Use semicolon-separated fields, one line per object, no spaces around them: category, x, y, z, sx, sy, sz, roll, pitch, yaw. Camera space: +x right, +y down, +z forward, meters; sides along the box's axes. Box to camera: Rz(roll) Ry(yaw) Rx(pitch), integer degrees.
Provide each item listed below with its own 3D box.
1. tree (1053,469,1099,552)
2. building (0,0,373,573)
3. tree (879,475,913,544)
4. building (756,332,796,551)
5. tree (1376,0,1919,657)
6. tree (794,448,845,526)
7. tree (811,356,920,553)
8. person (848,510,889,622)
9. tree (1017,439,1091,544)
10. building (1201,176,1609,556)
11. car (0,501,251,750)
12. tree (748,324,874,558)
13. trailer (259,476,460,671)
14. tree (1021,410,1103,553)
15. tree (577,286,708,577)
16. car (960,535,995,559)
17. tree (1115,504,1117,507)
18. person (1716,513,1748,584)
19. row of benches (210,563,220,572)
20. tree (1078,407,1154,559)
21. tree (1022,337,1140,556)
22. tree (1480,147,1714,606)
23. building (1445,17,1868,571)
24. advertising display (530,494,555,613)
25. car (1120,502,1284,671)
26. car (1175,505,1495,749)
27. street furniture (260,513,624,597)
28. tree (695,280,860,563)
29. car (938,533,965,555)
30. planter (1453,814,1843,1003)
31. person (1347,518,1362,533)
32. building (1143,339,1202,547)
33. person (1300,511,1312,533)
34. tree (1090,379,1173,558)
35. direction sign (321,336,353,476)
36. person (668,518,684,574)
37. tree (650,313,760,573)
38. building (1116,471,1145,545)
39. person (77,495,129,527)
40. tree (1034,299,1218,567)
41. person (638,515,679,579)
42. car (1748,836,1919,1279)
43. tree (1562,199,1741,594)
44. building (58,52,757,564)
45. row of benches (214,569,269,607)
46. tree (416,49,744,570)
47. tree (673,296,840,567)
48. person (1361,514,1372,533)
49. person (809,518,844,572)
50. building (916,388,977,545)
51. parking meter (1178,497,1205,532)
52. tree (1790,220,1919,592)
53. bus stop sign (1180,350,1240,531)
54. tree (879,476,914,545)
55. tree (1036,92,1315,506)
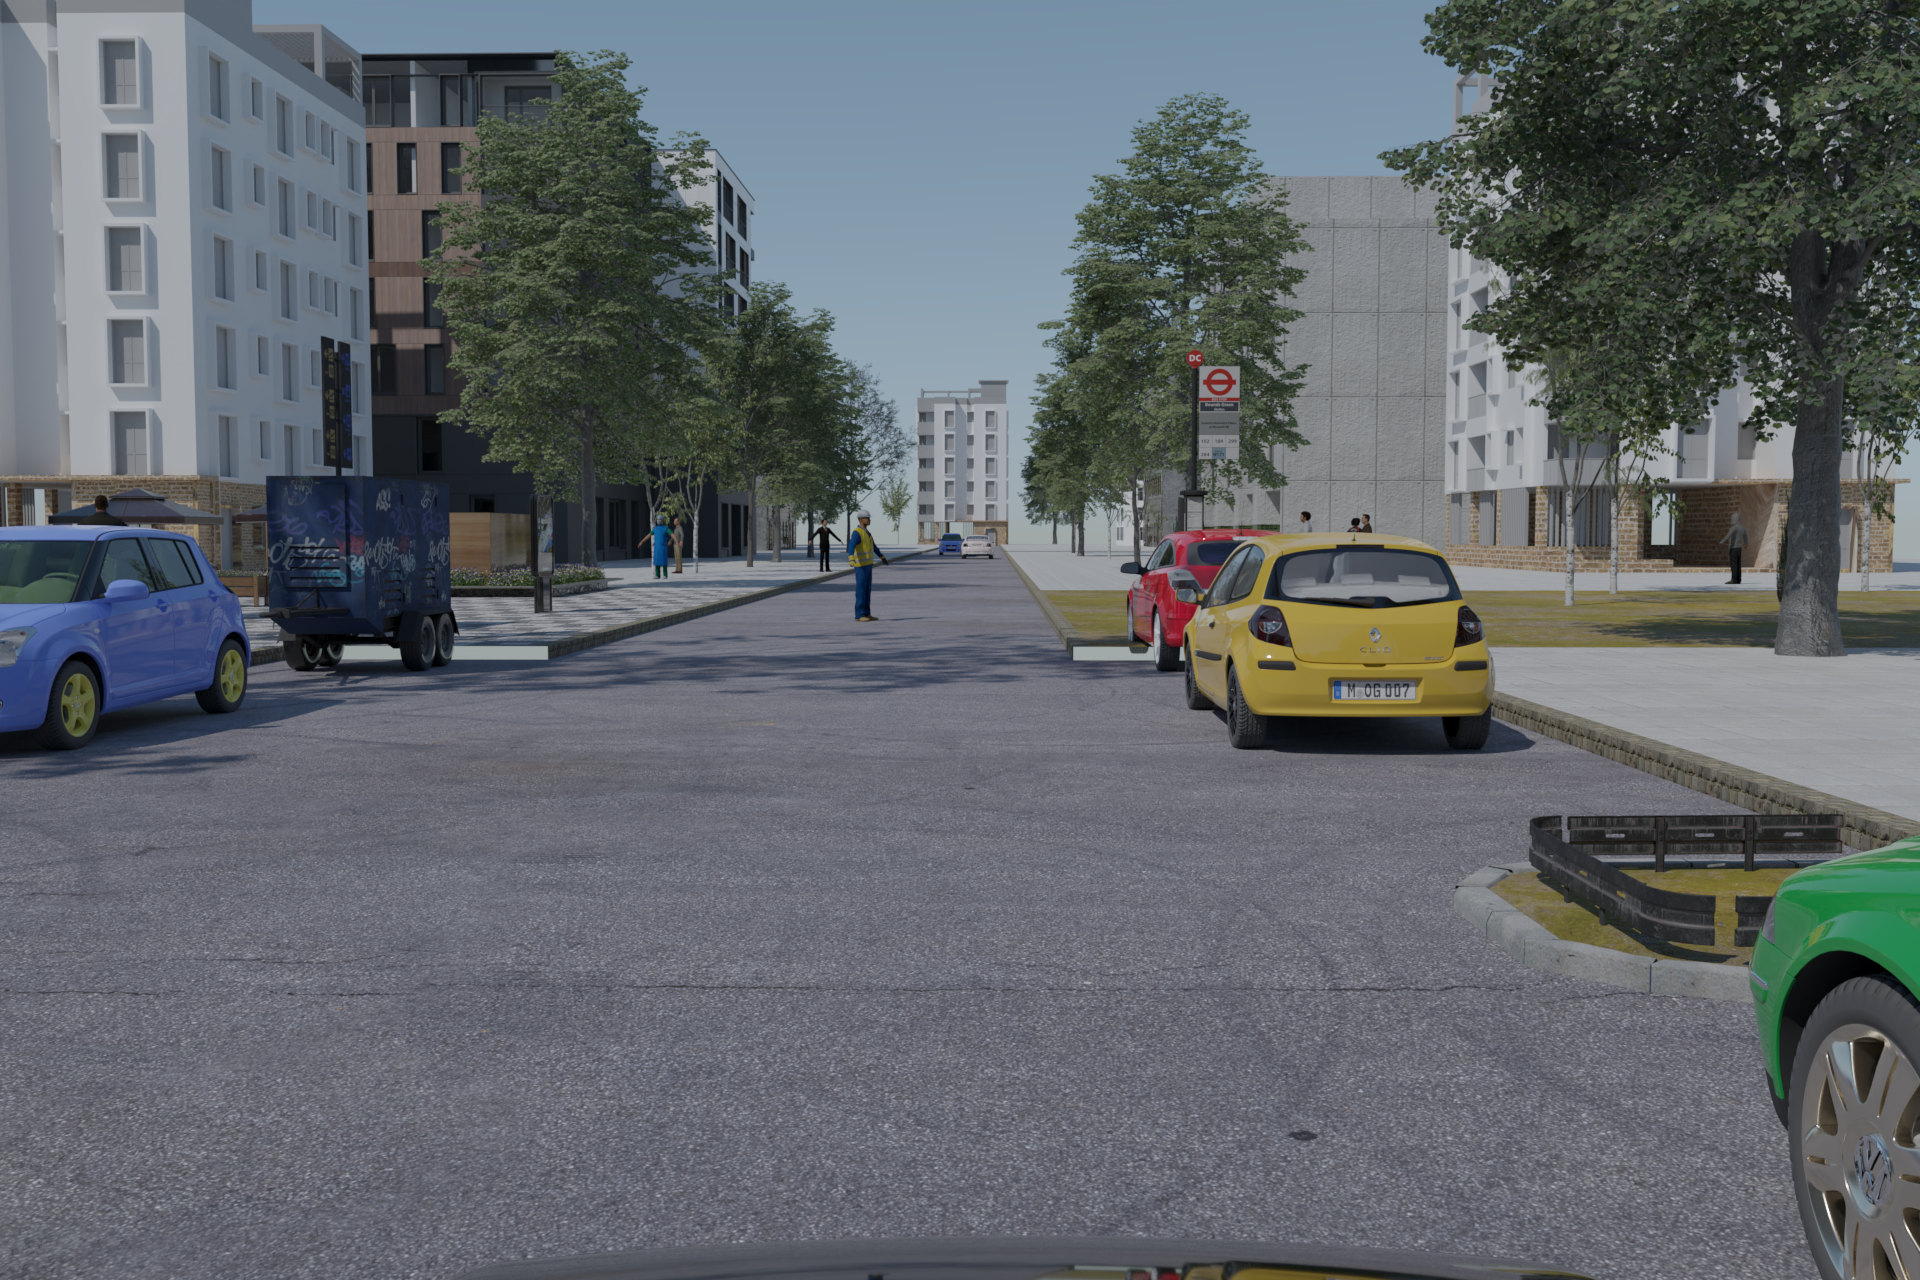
tree;8.492;-10.630;124.169;4.737;8.622;4.395;0;3;0
building;-28.403;-12.154;55.144;16.016;20.090;11.380;0;4;1
tree;-7.980;-16.253;216.095;4.737;8.622;4.395;0;3;0
building;-23.872;-19.046;142.334;19.493;23.208;18.063;0;4;1
tree;8.971;-6.816;18.091;9.857;13.997;8.962;0;3;0
tree;-18.136;-18.646;211.514;9.857;13.997;8.962;0;3;0
tree;-7.591;-12.757;118.939;12.009;13.543;11.850;0;3;0
person;-1.556;-1.227;28.493;0.705;1.833;1.349;1;4;23
tree;11.956;-18.913;215.876;9.857;13.997;8.962;0;3;0
building;23.401;-13.930;94.215;16.747;18.905;31.486;0;4;1
car;-6.677;-0.185;12.614;1.945;1.707;3.694;0;4;1
tree;-8.554;-10.759;94.043;7.486;12.596;7.792;0;3;0
trailer;-6.291;-0.652;17.708;1.471;1.999;3.904;0;4;1
tree;7.319;-11.090;115.729;7.601;10.594;8.767;-3;4;-36
tree;-8.958;-6.167;51.196;4.360;8.622;3.978;0;3;0
car;1.009;-5.383;100.369;2.083;1.381;4.827;0;4;1
tree;22.620;-17.085;213.750;7.601;10.594;8.767;0;4;-1
person;19.799;-2.333;44.272;1.348;1.813;0.705;-3;4;-36
row of benches;-18.936;-1.483;39.710;4.104;0.672;1.422;1;4;15
tree;7.470;-8.402;87.731;4.360;8.622;3.978;0;3;0
tree;7.189;-11.105;99.689;7.486;12.596;7.792;0;3;0
tree;10.947;-4.937;31.088;4.360;8.622;3.978;0;3;0
building;25.117;-13.036;69.559;16.016;20.090;11.380;0;4;1
advertising display;-6.841;-1.417;28.390;0.123;1.923;0.974;0;4;2
car;2.934;-0.645;19.580;2.155;1.783;4.494;0;4;0
car;2.681;-0.168;12.970;2.015;1.641;3.980;0;4;1
street furniture;-11.094;-1.856;37.205;11.010;1.723;9.812;0;4;0
tree;-8.407;-9.796;78.299;7.486;12.596;7.792;0;3;0
car;-0.560;-6.661;118.495;1.945;1.707;3.694;0;4;1
planter;2.872;0.913;6.211;1.991;0.319;1.994;0;4;1
person;13.196;-3.152;57.675;1.345;1.843;0.704;3;5;42
building;28.088;-20.671;168.906;19.493;23.208;18.063;0;4;1
person;7.905;-2.056;39.802;0.705;1.806;1.347;1;4;14
tree;7.538;-7.405;71.442;4.360;8.622;3.978;0;3;0
direction sign;-7.280;-1.732;20.308;0.379;3.537;0.876;0;3;0
person;-9.165;-3.051;56.148;0.705;1.796;1.348;-2;4;-27
tree;-8.708;-6.529;57.116;4.737;8.622;4.395;0;3;0
building;22.875;-15.416;194.190;9.099;9.664;28.070;0;4;1
person;-11.437;-1.033;23.117;1.346;1.802;0.704;-2;4;-25
tree;6.178;-7.871;63.096;7.601;10.594;8.767;0;4;0
person;-8.494;-2.627;49.081;1.347;1.817;0.704;1;4;23
car;2.439;0.441;1.588;1.959;1.807;4.718;0;3;0
tree;14.159;-5.286;36.781;4.737;8.622;4.395;0;3;0
building;-26.911;-15.073;90.417;27.936;21.610;32.646;0;4;2
row of benches;-12.782;-0.929;30.657;4.104;0.672;1.422;0;4;-4
tree;-8.835;-7.499;40.740;7.486;12.596;7.792;0;3;0
tree;-7.877;-8.113;67.054;7.601;10.594;8.767;-3;5;-43
person;10.657;-2.415;45.629;0.704;1.812;1.346;1;4;10
person;-4.551;-3.196;58.440;1.347;1.806;0.705;-2;4;-34
building;-4.968;-21.843;216.006;11.380;20.090;16.016;0;4;-8
parking meter;3.667;-1.332;27.493;0.399;1.863;0.255;0;4;0
tree;20.355;-5.372;38.194;4.737;8.622;4.395;0;3;0
bus stop sign;3.622;-2.231;25.184;0.855;3.939;0.416;0;4;2
tree;-7.796;-15.975;211.555;4.737;8.622;4.395;0;3;0
tree;5.742;-7.784;45.399;7.486;12.596;7.792;0;3;0
